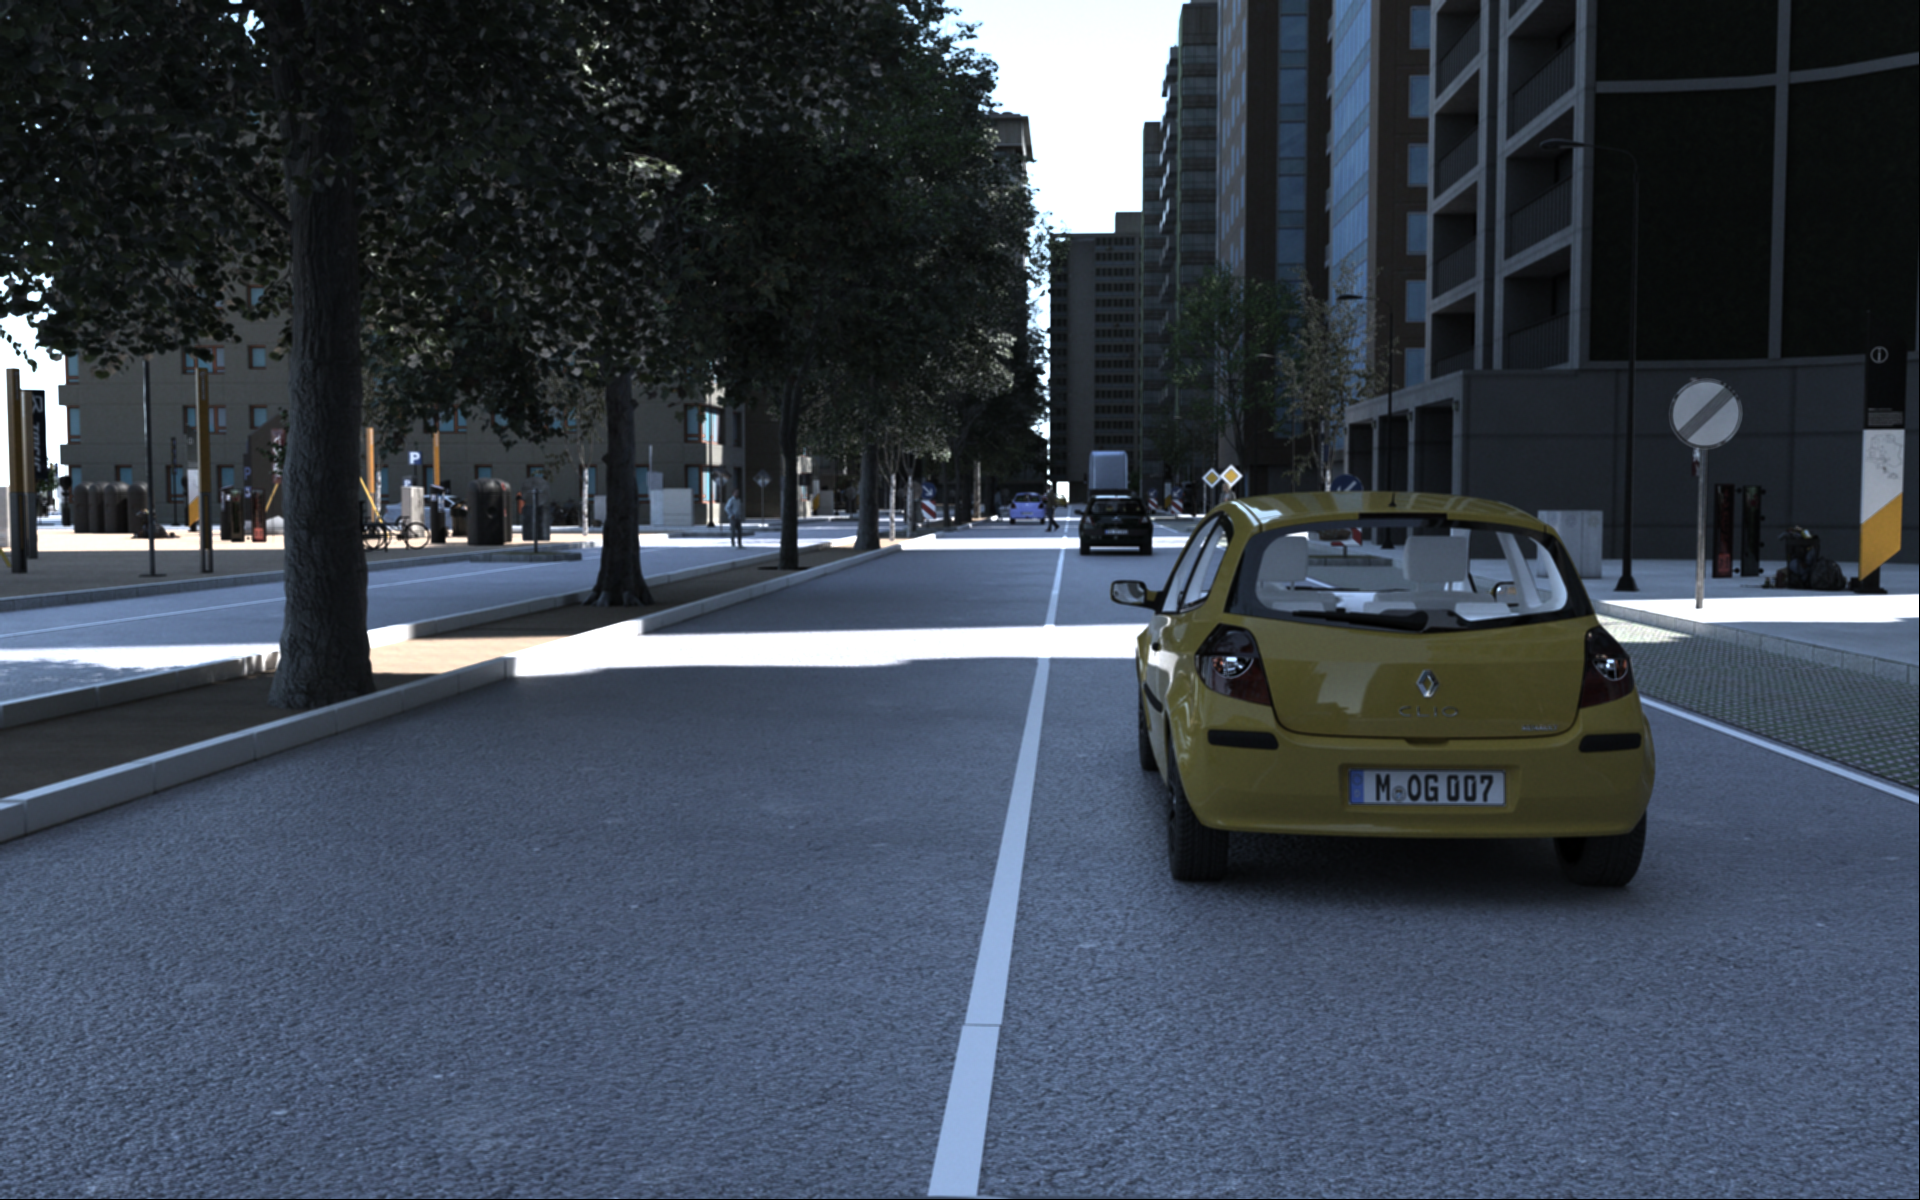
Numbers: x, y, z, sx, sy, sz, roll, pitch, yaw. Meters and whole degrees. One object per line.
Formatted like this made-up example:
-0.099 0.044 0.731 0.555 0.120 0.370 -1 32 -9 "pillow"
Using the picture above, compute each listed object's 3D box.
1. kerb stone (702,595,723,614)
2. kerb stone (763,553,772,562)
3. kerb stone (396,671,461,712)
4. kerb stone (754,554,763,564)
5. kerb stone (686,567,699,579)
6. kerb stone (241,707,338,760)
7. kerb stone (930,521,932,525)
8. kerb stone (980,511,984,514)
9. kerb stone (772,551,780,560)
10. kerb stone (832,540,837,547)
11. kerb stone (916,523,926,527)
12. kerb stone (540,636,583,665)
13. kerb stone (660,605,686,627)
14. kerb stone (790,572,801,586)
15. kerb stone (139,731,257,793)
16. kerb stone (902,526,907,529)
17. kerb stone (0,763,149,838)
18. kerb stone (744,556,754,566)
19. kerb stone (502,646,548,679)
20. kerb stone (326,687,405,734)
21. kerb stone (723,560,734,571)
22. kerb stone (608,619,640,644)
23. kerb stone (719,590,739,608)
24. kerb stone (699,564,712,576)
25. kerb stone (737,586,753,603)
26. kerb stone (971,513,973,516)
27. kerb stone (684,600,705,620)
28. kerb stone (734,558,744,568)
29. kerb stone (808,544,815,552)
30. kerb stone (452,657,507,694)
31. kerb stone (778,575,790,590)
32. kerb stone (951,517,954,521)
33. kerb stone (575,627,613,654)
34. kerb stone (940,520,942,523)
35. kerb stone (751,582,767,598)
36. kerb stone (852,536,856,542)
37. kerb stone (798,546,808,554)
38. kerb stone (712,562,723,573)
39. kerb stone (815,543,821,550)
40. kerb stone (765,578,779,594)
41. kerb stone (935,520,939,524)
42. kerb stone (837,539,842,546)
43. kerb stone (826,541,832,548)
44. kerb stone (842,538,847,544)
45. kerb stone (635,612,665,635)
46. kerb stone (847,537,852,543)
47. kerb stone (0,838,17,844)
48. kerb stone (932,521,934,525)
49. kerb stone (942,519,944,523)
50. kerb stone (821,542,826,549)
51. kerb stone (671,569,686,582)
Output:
-3.079 0.069 21.072 0.120 0.150 1.000 0 4 4 "kerb stone"
-4.174 -0.880 36.585 0.120 0.150 1.000 0 4 4 "kerb stone"
-3.677 0.632 11.869 0.120 0.150 1.000 0 4 4 "kerb stone"
-4.241 -0.815 35.565 0.120 0.150 1.000 0 4 4 "kerb stone"
-4.645 -0.442 29.419 0.120 0.150 1.000 0 4 4 "kerb stone"
-3.812 0.757 9.821 0.120 0.150 1.000 0 4 4 "kerb stone"
-1.490 -3.415 78.025 0.120 0.150 1.000 0 4 4 "kerb stone"
1.764 -6.484 128.208 0.120 0.150 1.000 0 4 4 "kerb stone"
-4.109 -0.941 37.605 0.120 0.150 1.000 0 4 4 "kerb stone"
-3.524 -1.503 46.797 0.120 0.150 1.000 0 4 4 "kerb stone"
-1.688 -3.227 74.962 0.120 0.150 1.000 0 4 4 "kerb stone"
-3.476 0.444 14.933 0.120 0.150 1.000 0 4 4 "kerb stone"
-3.210 0.193 19.033 0.120 0.150 1.000 0 4 4 "kerb stone"
-2.674 -0.307 27.220 0.120 0.150 1.000 0 4 4 "kerb stone"
-3.881 0.819 8.798 0.120 0.150 1.000 0 4 4 "kerb stone"
-2.091 -2.851 68.814 0.120 0.150 1.000 0 4 4 "kerb stone"
-3.944 0.882 7.774 0.120 0.150 1.000 0 4 4 "kerb stone"
-4.310 -0.751 34.546 0.120 0.150 1.000 0 4 4 "kerb stone"
-3.541 0.507 13.913 0.120 0.150 1.000 0 4 4 "kerb stone"
-3.745 0.694 10.841 0.120 0.150 1.000 0 4 4 "kerb stone"
-4.442 -0.627 32.493 0.120 0.150 1.000 0 4 4 "kerb stone"
-3.346 0.322 16.980 0.120 0.150 1.000 0 4 4 "kerb stone"
-3.015 0.006 22.102 0.120 0.150 1.000 0 4 4 "kerb stone"
-4.578 -0.505 30.450 0.120 0.150 1.000 0 4 4 "kerb stone"
-2.951 -0.057 23.122 0.120 0.150 1.000 0 4 4 "kerb stone"
0.971 -5.731 115.927 0.120 0.150 1.000 0 4 4 "kerb stone"
-3.151 0.131 20.053 0.120 0.150 1.000 0 4 4 "kerb stone"
-4.379 -0.689 33.513 0.120 0.150 1.000 0 4 4 "kerb stone"
-3.781 -1.250 42.714 0.120 0.150 1.000 0 4 4 "kerb stone"
-3.611 0.569 12.893 0.120 0.150 1.000 0 4 4 "kerb stone"
-2.752 -0.245 26.195 0.120 0.150 1.000 0 4 4 "kerb stone"
-0.362 -4.476 95.480 0.120 0.150 1.000 0 4 4 "kerb stone"
-3.411 0.382 15.953 0.120 0.150 1.000 0 4 4 "kerb stone"
-1.090 -3.791 84.180 0.120 0.150 1.000 0 4 4 "kerb stone"
-2.880 -0.120 24.152 0.120 0.150 1.000 0 4 4 "kerb stone"
-3.250 -1.750 50.890 0.120 0.150 1.000 0 4 4 "kerb stone"
-3.849 -1.190 41.694 0.120 0.150 1.000 0 4 4 "kerb stone"
-4.506 -0.567 31.473 0.120 0.150 1.000 0 4 4 "kerb stone"
-3.705 -1.317 43.733 0.120 0.150 1.000 0 4 4 "kerb stone"
-2.811 -0.182 25.175 0.120 0.150 1.000 0 4 4 "kerb stone"
-1.229 -3.666 82.129 0.120 0.150 1.000 0 4 4 "kerb stone"
-3.448 -1.567 47.819 0.120 0.150 1.000 0 4 4 "kerb stone"
-3.585 -1.441 45.776 0.120 0.150 1.000 0 4 4 "kerb stone"
-3.382 -1.627 48.839 0.120 0.150 1.000 0 4 4 "kerb stone"
-3.277 0.256 18.013 0.120 0.150 1.000 0 4 4 "kerb stone"
-3.316 -1.691 49.859 0.120 0.150 1.000 0 4 4 "kerb stone"
-4.010 0.954 6.755 0.120 0.150 1.000 0 4 4 "kerb stone"
-1.420 -3.477 79.051 0.120 0.150 1.000 0 4 4 "kerb stone"
-1.027 -3.854 85.211 0.120 0.150 1.000 0 4 4 "kerb stone"
-3.649 -1.378 44.753 0.120 0.150 1.000 0 4 4 "kerb stone"
-4.705 -0.374 28.397 0.120 0.150 1.000 0 4 4 "kerb stone"
